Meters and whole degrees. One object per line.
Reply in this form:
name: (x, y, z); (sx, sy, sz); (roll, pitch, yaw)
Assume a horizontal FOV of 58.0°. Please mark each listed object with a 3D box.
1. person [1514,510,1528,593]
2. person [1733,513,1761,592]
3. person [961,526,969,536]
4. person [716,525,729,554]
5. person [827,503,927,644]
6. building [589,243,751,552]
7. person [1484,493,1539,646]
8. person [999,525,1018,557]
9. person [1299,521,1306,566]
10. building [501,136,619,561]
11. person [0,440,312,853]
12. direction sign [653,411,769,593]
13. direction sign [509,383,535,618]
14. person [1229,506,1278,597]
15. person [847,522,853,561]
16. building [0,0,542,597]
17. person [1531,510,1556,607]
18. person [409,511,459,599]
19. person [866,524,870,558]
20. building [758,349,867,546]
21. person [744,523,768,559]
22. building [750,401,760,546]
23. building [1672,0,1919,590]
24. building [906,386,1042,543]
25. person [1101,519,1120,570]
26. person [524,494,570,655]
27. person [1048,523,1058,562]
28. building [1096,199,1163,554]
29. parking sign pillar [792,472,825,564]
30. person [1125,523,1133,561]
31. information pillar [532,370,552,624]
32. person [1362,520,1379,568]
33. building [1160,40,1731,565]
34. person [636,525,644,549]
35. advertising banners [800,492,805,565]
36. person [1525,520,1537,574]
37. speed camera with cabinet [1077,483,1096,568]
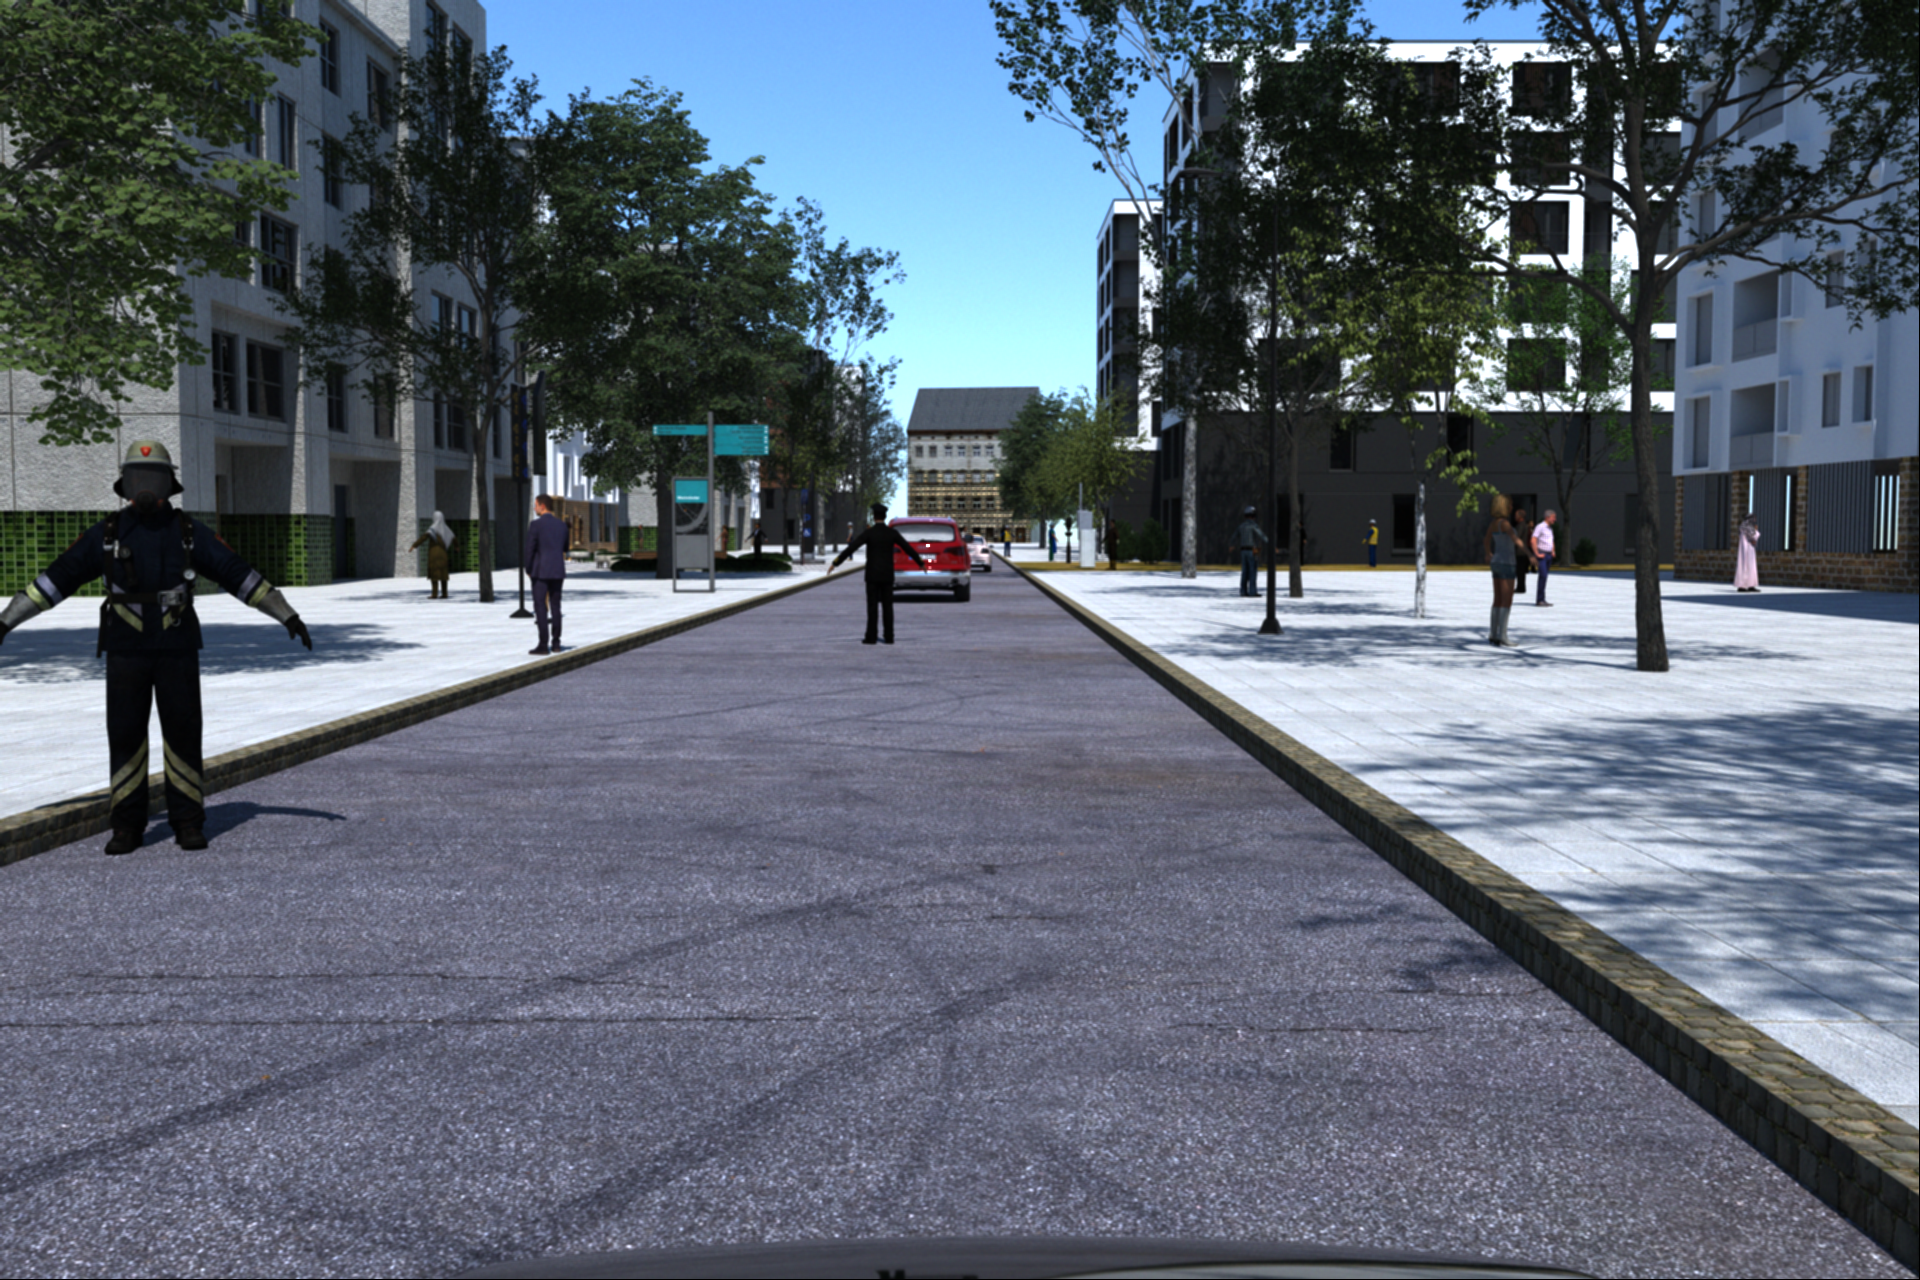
person: (12.132, -1.922, 37.600); (0.705, 1.807, 1.348); (2, 4, 28)
person: (17.374, -1.922, 38.133); (0.621, 1.740, 0.551); (1, 4, 10)
person: (0.244, -4.332, 79.476); (1.347, 1.806, 0.705); (-3, 5, -41)
person: (-11.575, -4.755, 84.544); (0.721, 1.733, 1.217); (1, 4, 21)
person: (-1.055, -0.869, 22.594); (1.347, 1.837, 0.705); (-1, 4, -18)
building: (-25.188, -15.598, 121.489); (16.747, 18.905, 31.486); (0, 4, 1)
person: (6.311, -0.813, 19.899); (0.721, 1.753, 1.214); (0, 4, -8)
person: (2.673, -5.487, 96.172); (1.216, 1.772, 0.721); (-2, 4, -32)
person: (13.762, -3.916, 70.218); (0.705, 1.806, 1.347); (-1, 4, -15)
building: (-24.017, -13.908, 83.821); (16.016, 20.090, 11.380); (0, 4, -1)
person: (-3.660, 0.024, 7.847); (1.354, 1.856, 0.705); (-1, 4, -21)
direction sign: (-5.416, -3.034, 38.362); (2.525, 3.948, 1.411); (0, 4, 1)
direction sign: (-6.734, -2.112, 26.526); (0.379, 3.537, 0.876); (0, 4, 0)
person: (5.924, -1.801, 35.278); (0.704, 1.849, 1.345); (-2, 4, -35)
person: (-5.330, -4.763, 83.735); (0.705, 1.847, 1.347); (0, 4, -1)
building: (-24.301, -11.255, 50.469); (16.747, 18.905, 31.486); (0, 4, 0)
person: (10.453, -1.460, 30.846); (0.756, 1.711, 0.436); (-3, 4, -37)
person: (-10.391, -1.684, 34.311); (0.721, 1.736, 1.217); (2, 4, 33)
person: (-4.849, -5.245, 91.974); (0.704, 1.802, 1.346); (0, 4, 7)
building: (-25.808, -22.257, 207.873); (27.936, 21.610, 32.646); (0, 4, 0)
person: (-8.456, -3.990, 71.963); (1.216, 1.740, 0.721); (2, 4, 34)
building: (-27.094, -19.598, 176.854); (16.016, 20.090, 11.380); (0, 4, 1)
building: (25.369, -11.654, 46.964); (16.016, 20.090, 11.380); (0, 4, 0)
building: (2.766, -25.947, 257.620); (18.063, 23.208, 19.493); (1, 4, 9)
person: (5.390, -3.392, 61.600); (0.704, 1.812, 1.346); (-1, 4, -21)
person: (-4.432, -0.712, 18.610); (0.541, 1.710, 0.530); (-3, 4, -36)
person: (4.335, -4.585, 81.092); (0.704, 1.817, 1.347); (-1, 4, -10)
building: (23.385, -17.013, 122.145); (27.936, 21.610, 32.646); (0, 4, 0)
parking sign pillar: (-6.496, -5.240, 74.143); (1.447, 3.967, 1.447); (0, 4, 1)
person: (7.912, -4.602, 81.426); (1.347, 1.806, 0.705); (3, 4, 36)
information pillar: (-5.955, -2.033, 24.592); (0.183, 3.616, 0.504); (0, 3, 0)
person: (15.761, -3.691, 66.311); (0.705, 1.833, 1.349); (3, 4, 36)
building: (23.945, -14.948, 88.368); (27.936, 21.610, 32.646); (0, 3, 0)
person: (-17.867, -5.542, 96.887); (0.705, 1.796, 1.348); (-1, 4, -21)
advertising banners: (-6.505, -4.620, 71.730); (0.090, 3.025, 2.074); (0, 4, -1)
person: (18.476, -3.005, 55.934); (1.215, 1.729, 0.721); (-1, 4, -13)
speed camera with cabinet: (4.840, -4.398, 66.240); (0.660, 3.252, 2.038); (0, 4, 1)
